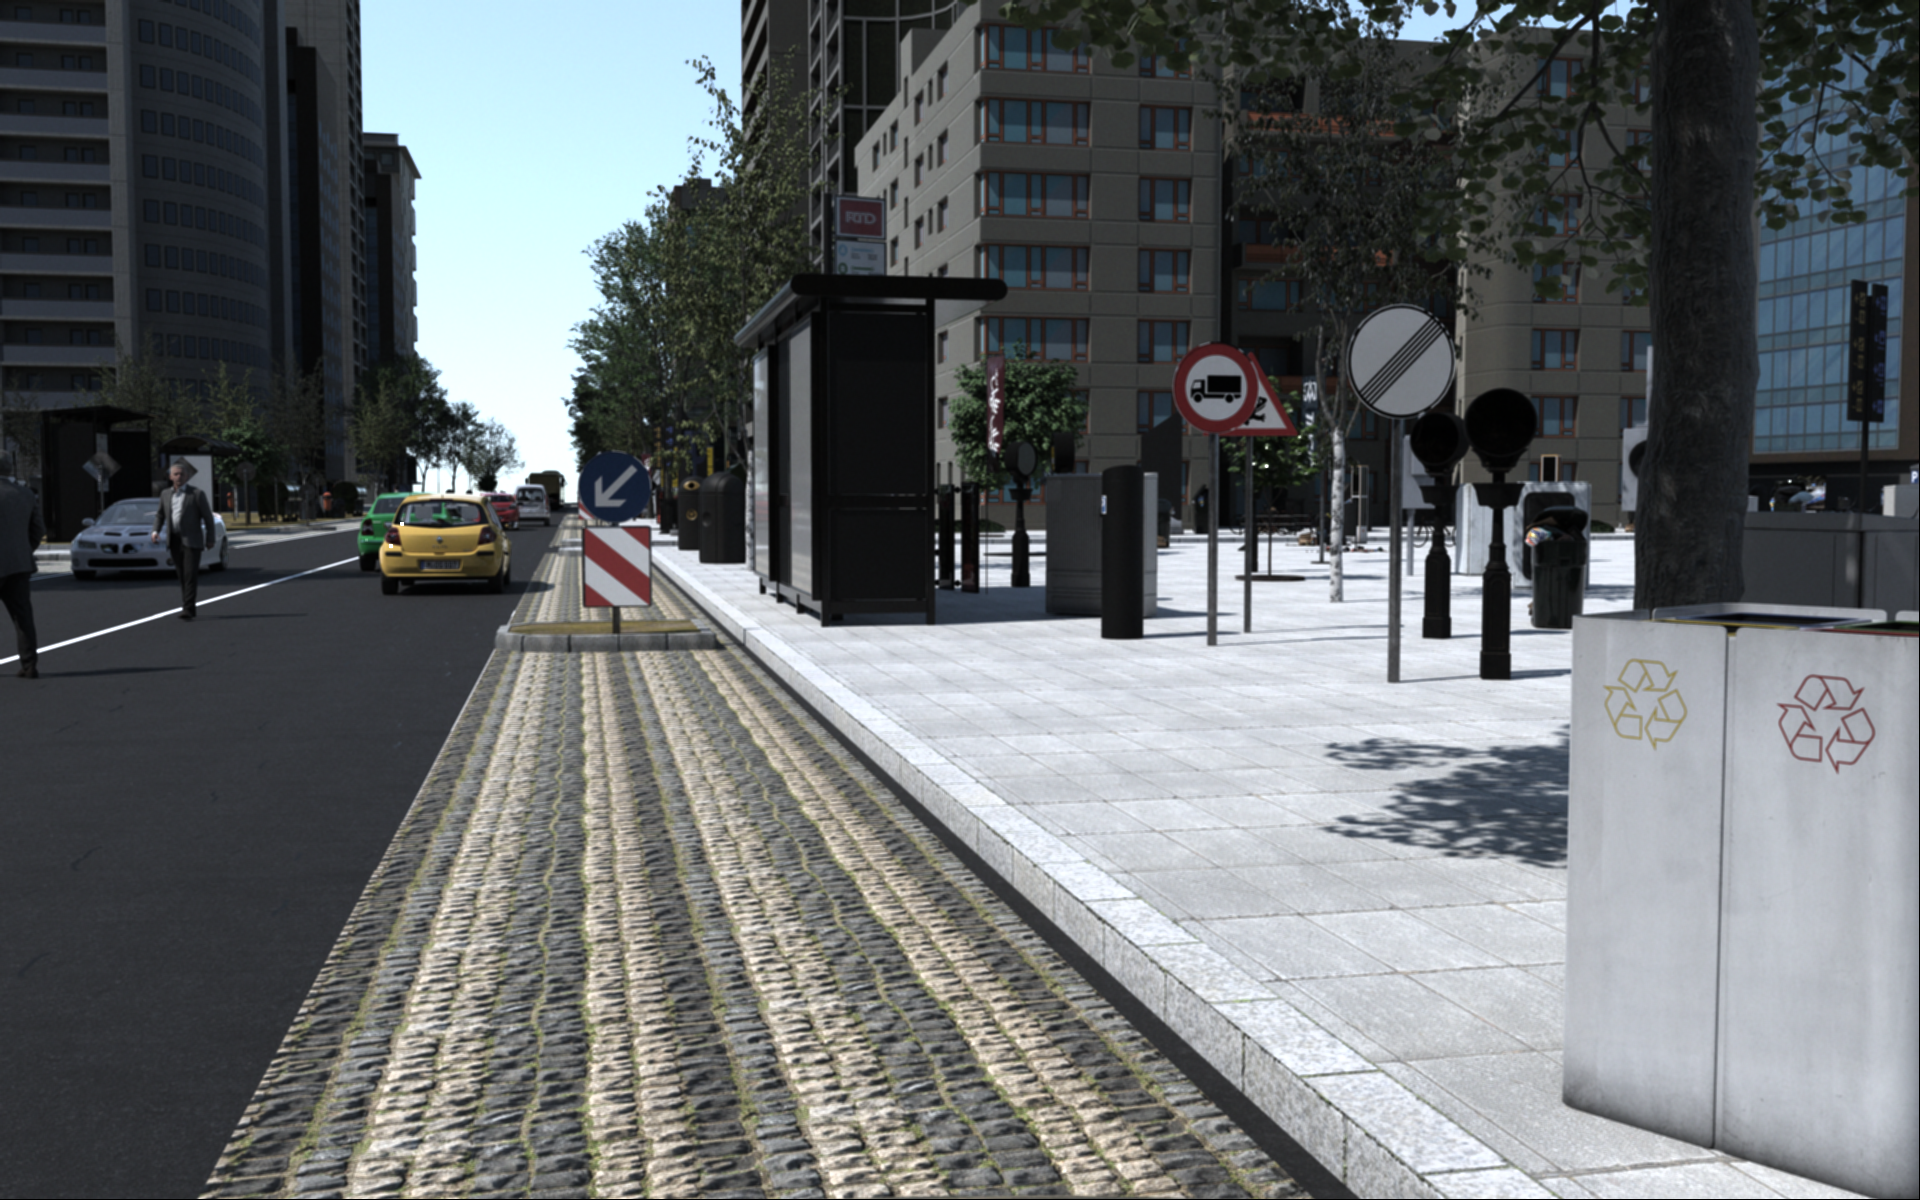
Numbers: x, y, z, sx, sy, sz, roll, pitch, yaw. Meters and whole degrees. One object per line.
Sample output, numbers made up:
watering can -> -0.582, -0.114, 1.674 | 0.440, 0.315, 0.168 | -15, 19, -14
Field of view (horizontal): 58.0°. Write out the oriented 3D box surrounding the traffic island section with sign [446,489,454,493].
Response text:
traffic island section with sign -> -42.338, -8.273, 143.893 | 1.989, 1.847, 2.006 | -1, 4, -12

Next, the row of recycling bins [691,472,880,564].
row of recycling bins -> -3.170, -1.568, 32.744 | 3.534, 1.692, 1.069 | -2, 4, -26

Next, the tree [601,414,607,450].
tree -> -20.616, -9.648, 108.107 | 4.737, 8.622, 4.395 | 0, 3, 0

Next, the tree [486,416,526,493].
tree -> -73.104, -21.972, 269.607 | 12.009, 13.543, 11.850 | 0, 3, 0

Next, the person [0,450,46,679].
person -> -7.563, -0.285, 13.560 | 0.834, 1.777, 0.661 | 2, 4, 24

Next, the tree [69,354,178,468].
tree -> -43.985, -8.566, 90.417 | 4.737, 8.622, 4.395 | 0, 3, 0

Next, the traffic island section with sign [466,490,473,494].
traffic island section with sign -> -48.155, -9.883, 170.216 | 1.989, 1.847, 2.006 | -1, 4, -12

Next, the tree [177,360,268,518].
tree -> -39.429, -8.792, 94.106 | 4.737, 8.622, 4.395 | 0, 3, 0

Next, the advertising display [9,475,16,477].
advertising display -> -32.500, -3.284, 58.903 | 0.123, 1.923, 0.974 | 1, 4, 18

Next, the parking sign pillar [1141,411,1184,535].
parking sign pillar -> 6.355, -4.049, 54.672 | 1.447, 3.967, 1.447 | 0, 4, 6

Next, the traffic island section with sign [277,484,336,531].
traffic island section with sign -> -25.494, -3.611, 67.662 | 1.989, 1.847, 2.006 | -1, 4, -12

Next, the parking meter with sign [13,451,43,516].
parking meter with sign -> -37.628, -4.555, 70.735 | 1.738, 3.016, 0.543 | -2, 4, -24

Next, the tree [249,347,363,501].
tree -> -32.696, -8.303, 86.118 | 4.360, 8.622, 3.978 | 0, 3, 0

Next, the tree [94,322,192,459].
tree -> -35.384, -7.603, 74.666 | 4.360, 8.622, 3.978 | 0, 3, 0

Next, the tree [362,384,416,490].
tree -> -38.780, -10.151, 116.326 | 4.360, 8.622, 3.978 | 0, 3, 0

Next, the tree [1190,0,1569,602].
tree -> 4.702, -4.282, 20.367 | 4.360, 8.622, 3.978 | 0, 3, 0

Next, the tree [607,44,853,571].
tree -> -3.579, -4.798, 28.815 | 4.737, 8.622, 4.395 | 0, 3, 0

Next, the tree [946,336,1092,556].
tree -> 1.177, -3.207, 36.141 | 4.285, 4.588, 4.351 | 0, 3, 0

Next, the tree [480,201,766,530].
tree -> -10.415, -8.319, 61.772 | 9.928, 11.665, 9.643 | 0, 3, 0

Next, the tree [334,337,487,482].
tree -> -44.111, -13.808, 136.129 | 12.009, 13.543, 11.850 | 0, 3, 0

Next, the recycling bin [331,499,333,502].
recycling bin -> -39.805, -5.933, 109.562 | 0.722, 1.027, 0.722 | -1, 4, -11

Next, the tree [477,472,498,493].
tree -> -69.605, -16.601, 255.136 | 4.285, 4.588, 4.351 | 0, 3, 0

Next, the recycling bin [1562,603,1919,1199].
recycling bin -> 1.754, 0.549, 3.575 | 0.722, 1.027, 0.722 | -3, 5, -40

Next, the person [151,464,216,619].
person -> -8.903, -0.667, 19.809 | 0.661, 1.777, 0.834 | 0, 4, -7

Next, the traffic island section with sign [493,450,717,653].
traffic island section with sign -> -3.406, -0.483, 16.518 | 1.989, 1.847, 2.006 | -1, 4, -12

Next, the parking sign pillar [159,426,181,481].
parking sign pillar -> -30.841, -4.912, 68.780 | 1.447, 3.967, 1.447 | -2, 4, -25

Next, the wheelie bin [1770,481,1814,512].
wheelie bin -> 19.431, -1.994, 40.515 | 0.980, 1.594, 0.693 | 3, 4, 36

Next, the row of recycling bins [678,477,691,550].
row of recycling bins -> -4.948, -1.957, 39.111 | 3.534, 1.692, 1.069 | 2, 4, 33

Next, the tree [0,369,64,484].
tree -> -55.576, -9.355, 103.321 | 4.360, 8.622, 3.978 | 0, 3, 0

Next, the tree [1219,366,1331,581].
tree -> 4.520, -1.905, 25.745 | 1.663, 3.219, 1.824 | 0, 3, 0

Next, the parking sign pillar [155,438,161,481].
parking sign pillar -> -38.230, -5.820, 83.632 | 1.447, 3.967, 1.447 | 1, 4, 8

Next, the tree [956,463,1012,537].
tree -> 0.854, -3.498, 51.787 | 1.663, 3.219, 1.824 | 0, 3, 0

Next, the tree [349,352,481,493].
tree -> -40.691, -12.259, 126.187 | 9.928, 11.665, 9.643 | 0, 3, 0

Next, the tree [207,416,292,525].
tree -> -29.838, -5.423, 72.384 | 4.285, 4.588, 4.351 | 0, 3, 0

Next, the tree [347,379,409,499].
tree -> -37.424, -9.823, 110.966 | 4.737, 8.622, 4.395 | 0, 3, 0

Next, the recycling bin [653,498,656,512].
recycling bin -> -21.219, -6.695, 122.016 | 0.722, 1.027, 0.722 | 1, 4, 12

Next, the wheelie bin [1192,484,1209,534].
wheelie bin -> 7.846, -2.928, 55.788 | 0.693, 1.594, 0.980 | 0, 4, -1

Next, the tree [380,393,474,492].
tree -> -46.467, -13.155, 149.492 | 8.767, 10.594, 7.601 | -1, 4, -23

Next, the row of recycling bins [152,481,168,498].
row of recycling bins -> -26.001, -3.000, 56.160 | 1.069, 1.692, 3.534 | -2, 4, -30

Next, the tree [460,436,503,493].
tree -> -57.984, -15.648, 206.208 | 4.737, 8.622, 4.395 | 0, 3, 0

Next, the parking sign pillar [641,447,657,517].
parking sign pillar -> -17.844, -6.724, 98.415 | 1.447, 3.967, 1.447 | -1, 4, -9

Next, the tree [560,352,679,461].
tree -> -26.232, -13.975, 135.148 | 9.857, 13.997, 8.962 | 0, 3, 0

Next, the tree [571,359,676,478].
tree -> -22.430, -11.077, 115.523 | 7.601, 10.594, 8.767 | 0, 4, -3

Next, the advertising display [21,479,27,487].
advertising display -> -41.243, -4.304, 75.588 | 0.974, 1.923, 0.123 | -3, 5, -40

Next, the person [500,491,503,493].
person -> -40.033, -8.671, 150.957 | 1.217, 1.739, 0.721 | 2, 4, 24

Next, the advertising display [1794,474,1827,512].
advertising display -> 27.724, -3.137, 56.506 | 0.974, 1.923, 0.123 | 1, 4, 10

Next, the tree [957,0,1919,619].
tree -> 2.154, -5.317, 5.064 | 7.486, 12.596, 7.792 | 0, 3, 0

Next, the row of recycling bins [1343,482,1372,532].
row of recycling bins -> 13.594, -3.247, 60.197 | 1.069, 1.692, 3.534 | 0, 4, 4

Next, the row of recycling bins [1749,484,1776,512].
row of recycling bins -> 46.149, -5.567, 98.127 | 1.069, 1.692, 3.534 | -1, 4, -13

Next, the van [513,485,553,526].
van -> -19.312, -4.336, 77.903 | 2.013, 2.044, 4.112 | -1, 4, -14

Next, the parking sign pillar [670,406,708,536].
parking sign pillar -> -8.254, -3.977, 53.503 | 1.447, 3.967, 1.447 | 1, 4, 16

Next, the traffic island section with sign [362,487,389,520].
traffic island section with sign -> -31.305, -5.221, 93.986 | 1.989, 1.847, 2.006 | -1, 4, -12

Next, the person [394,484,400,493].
person -> -20.405, -3.307, 62.849 | 0.678, 1.792, 0.850 | -3, 5, -43
